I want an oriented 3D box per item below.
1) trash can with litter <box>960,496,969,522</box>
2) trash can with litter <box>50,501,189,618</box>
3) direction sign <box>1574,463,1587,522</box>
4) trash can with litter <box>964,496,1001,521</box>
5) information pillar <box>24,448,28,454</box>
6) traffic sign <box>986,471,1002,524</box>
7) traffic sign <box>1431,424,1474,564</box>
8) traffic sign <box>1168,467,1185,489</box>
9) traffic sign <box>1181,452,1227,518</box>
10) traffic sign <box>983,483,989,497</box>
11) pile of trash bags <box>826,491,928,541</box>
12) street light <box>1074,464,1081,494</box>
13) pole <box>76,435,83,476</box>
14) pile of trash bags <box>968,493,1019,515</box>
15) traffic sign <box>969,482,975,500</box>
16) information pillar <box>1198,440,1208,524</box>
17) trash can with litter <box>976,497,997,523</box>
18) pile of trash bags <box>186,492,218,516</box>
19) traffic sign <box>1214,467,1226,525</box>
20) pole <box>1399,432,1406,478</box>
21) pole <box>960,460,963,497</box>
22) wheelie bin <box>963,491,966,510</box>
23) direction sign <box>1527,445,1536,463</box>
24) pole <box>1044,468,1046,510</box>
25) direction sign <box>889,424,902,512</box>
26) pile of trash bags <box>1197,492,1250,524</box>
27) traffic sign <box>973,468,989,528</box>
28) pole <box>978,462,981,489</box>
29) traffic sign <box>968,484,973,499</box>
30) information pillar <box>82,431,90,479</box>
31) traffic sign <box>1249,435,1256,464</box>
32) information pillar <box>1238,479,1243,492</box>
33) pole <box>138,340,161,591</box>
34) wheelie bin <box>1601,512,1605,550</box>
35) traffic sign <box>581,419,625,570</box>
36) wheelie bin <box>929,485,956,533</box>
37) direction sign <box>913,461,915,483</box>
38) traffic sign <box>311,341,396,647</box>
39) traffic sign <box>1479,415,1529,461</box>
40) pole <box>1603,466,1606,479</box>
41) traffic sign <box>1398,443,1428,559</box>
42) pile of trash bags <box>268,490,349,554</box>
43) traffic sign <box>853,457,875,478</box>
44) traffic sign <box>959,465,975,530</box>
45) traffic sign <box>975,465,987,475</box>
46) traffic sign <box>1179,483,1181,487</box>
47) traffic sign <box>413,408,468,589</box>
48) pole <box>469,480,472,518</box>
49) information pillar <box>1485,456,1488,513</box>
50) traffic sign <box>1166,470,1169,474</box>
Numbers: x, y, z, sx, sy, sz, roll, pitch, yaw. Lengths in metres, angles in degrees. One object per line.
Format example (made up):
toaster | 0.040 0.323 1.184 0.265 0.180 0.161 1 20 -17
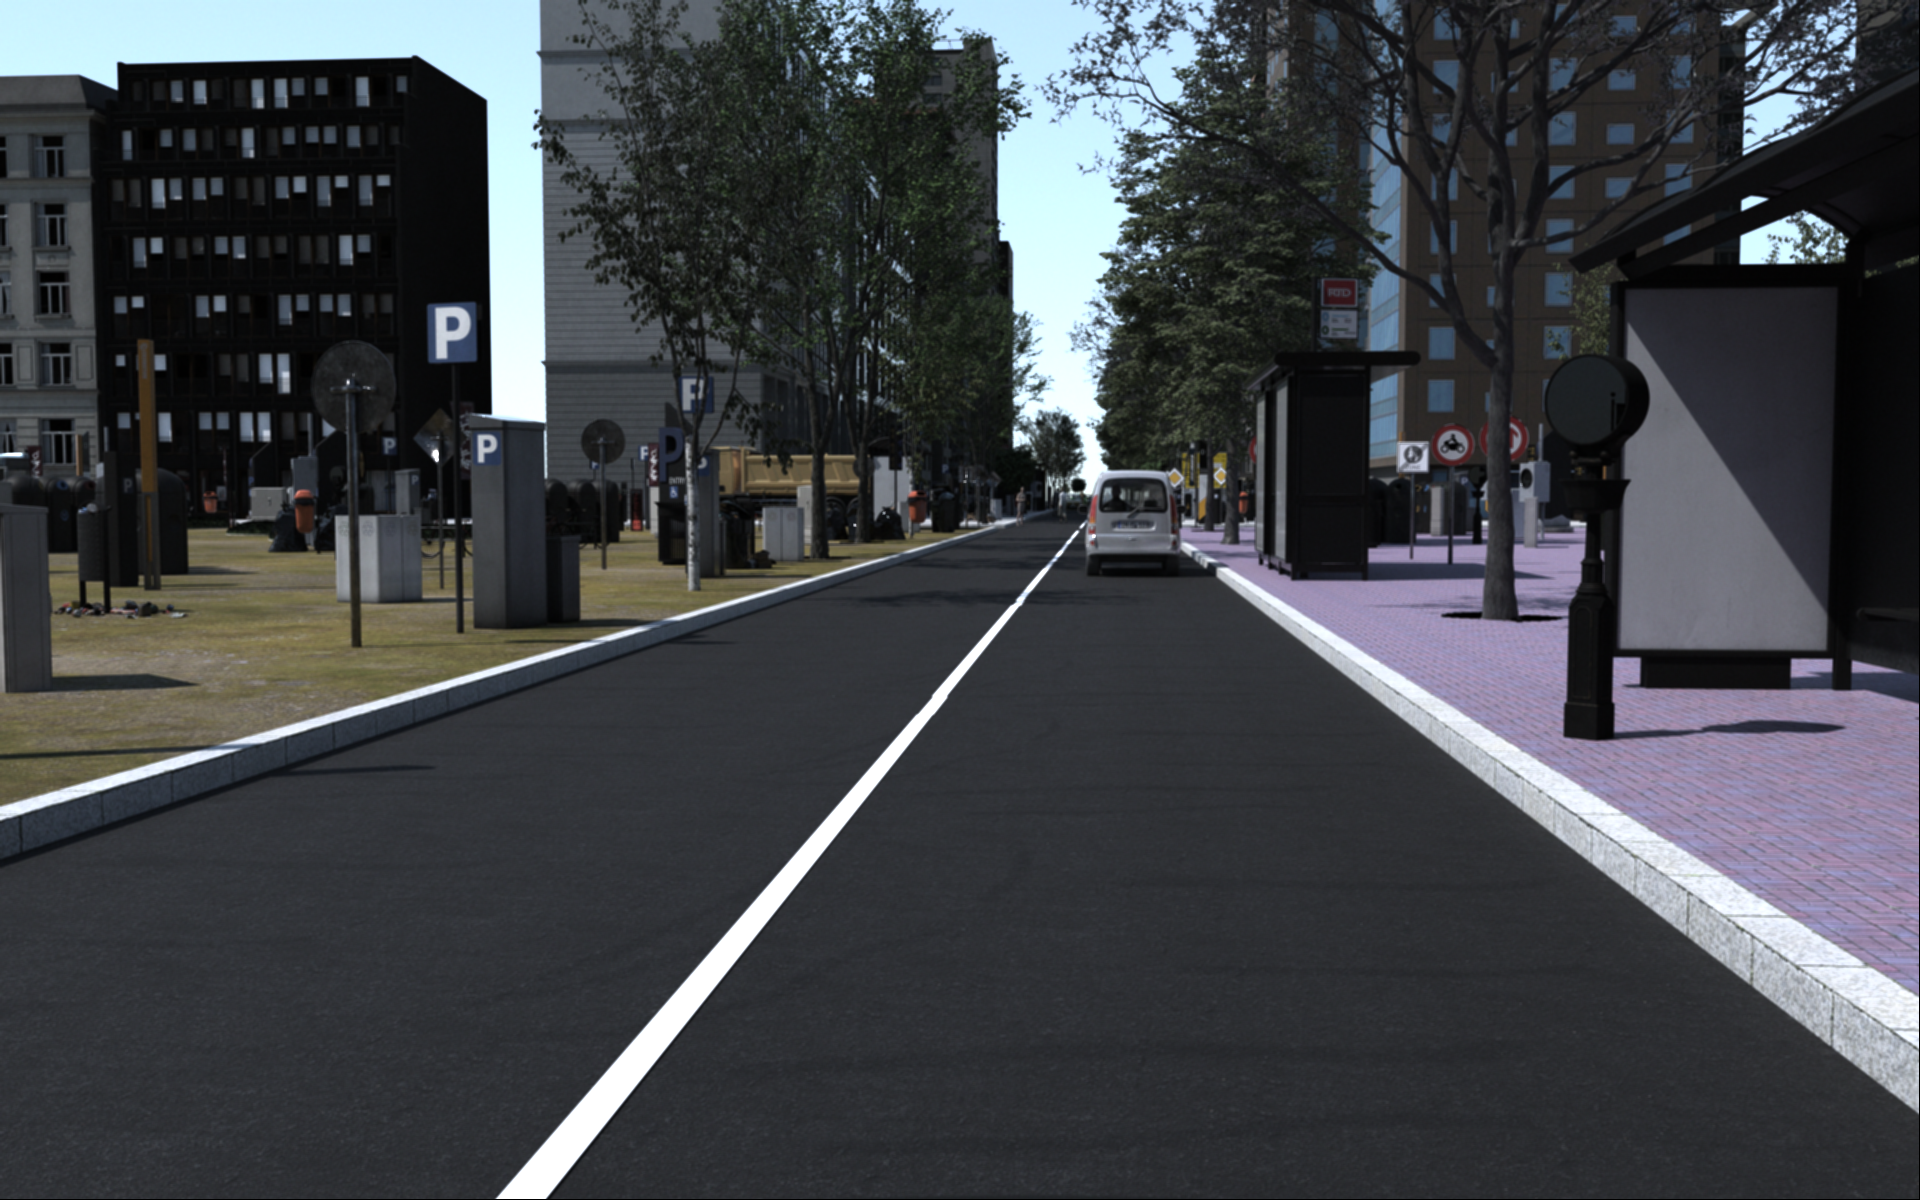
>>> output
trash can with litter | -0.081 -4.178 79.698 0.624 1.170 1.055 1 4 20
trash can with litter | -9.110 -0.450 18.414 2.233 1.210 1.678 2 4 35
direction sign | 28.201 -5.274 78.223 0.876 3.537 0.379 1 4 16
trash can with litter | 0.822 -4.375 82.581 2.233 1.210 1.678 0 4 5
information pillar | -47.603 -5.954 88.703 0.504 3.616 0.183 -3 5 -44
traffic sign | 1.410 -4.303 73.992 0.795 2.450 0.064 0 4 5
traffic sign | 8.947 -1.922 31.528 0.768 2.556 0.104 0 4 7
traffic sign | 8.093 -3.776 65.386 0.795 2.450 0.064 0 4 5
traffic sign | 11.817 -5.492 83.668 2.265 3.308 0.079 1 4 11
traffic sign | 1.818 -7.419 121.413 0.768 2.556 0.104 1 4 14
pile of trash bags | -2.268 -2.388 48.793 3.447 1.369 1.912 -3 5 -43
street light | 15.162 -15.925 232.920 1.470 5.913 1.316 0 4 5
pole | -30.255 -4.019 59.560 0.158 3.312 0.155 0 3 0
pile of trash bags | 2.173 -5.861 105.587 3.447 1.369 1.912 0 4 5
traffic sign | 0.835 -6.515 107.707 0.795 2.450 0.064 1 4 8
information pillar | 10.333 -5.007 73.218 0.504 3.616 0.183 1 4 14
trash can with litter | 1.215 -4.101 78.434 1.055 1.170 0.624 3 5 42
pile of trash bags | -35.118 -4.181 78.119 3.447 1.369 1.912 0 4 5
traffic sign | 10.962 -4.375 72.723 0.795 2.450 0.064 1 4 11
pole | 14.548 -3.864 57.025 0.158 3.312 0.155 0 3 0
pole | 0.070 -6.693 103.269 0.158 3.312 0.155 0 3 0
wheelie bin | 0.065 -7.923 137.441 0.693 1.594 0.980 -3 5 -41
direction sign | 26.446 -5.345 79.389 0.876 3.537 0.379 1 4 19
pole | 6.750 -8.812 137.921 0.158 3.312 0.155 0 3 0
direction sign | -2.105 -3.958 56.715 0.379 3.537 0.876 2 4 25
pile of trash bags | 11.871 -4.098 76.756 1.912 1.369 3.447 -1 4 -18
traffic sign | 0.727 -3.816 66.036 0.795 2.450 0.064 0 4 5
pole | 1.224 -7.059 109.265 0.158 3.312 0.155 0 3 0
traffic sign | 0.842 -6.926 113.241 0.884 2.594 0.081 1 4 13
information pillar | -32.324 -4.438 63.923 0.183 3.616 0.504 2 4 29
traffic sign | 6.177 -2.121 34.785 0.768 2.556 0.104 1 4 9
information pillar | 13.494 -4.858 83.918 0.304 2.012 0.304 -1 4 -13
pole | -10.773 -1.784 23.011 0.158 3.312 0.155 0 3 0
wheelie bin | 14.804 -1.937 39.579 0.693 1.594 0.980 -1 4 -12
traffic sign | -6.053 -1.790 29.378 0.768 2.556 0.104 0 4 5
wheelie bin | -0.574 -3.051 57.790 0.980 1.594 0.693 3 5 41
direction sign | -3.333 -7.707 118.004 0.379 3.537 0.876 2 4 32
traffic sign | -5.059 -0.877 14.440 0.768 2.556 0.104 1 4 11
traffic sign | 8.729 -1.698 27.874 0.768 2.556 0.104 1 4 9
pole | 20.351 -3.728 54.799 0.158 3.312 0.155 0 3 0
traffic sign | 8.904 -1.955 34.094 0.606 2.300 0.079 0 4 7
pile of trash bags | -14.443 -1.759 38.518 1.912 1.369 3.447 -1 4 -17
traffic sign | -3.213 -3.532 57.861 0.768 2.556 0.104 1 4 10
traffic sign | 0.242 -3.616 61.249 0.606 2.300 0.079 1 4 14
traffic sign | 0.798 -4.566 74.768 0.768 2.556 0.104 1 4 8
traffic sign | 12.868 -6.212 101.676 0.768 2.556 0.104 1 4 9
traffic sign | -6.999 -1.355 23.338 0.795 2.450 0.064 1 4 11
pole | -26.689 -6.158 94.527 0.158 3.312 0.155 0 3 0
information pillar | 23.144 -5.142 75.422 0.504 3.616 0.183 -1 4 -17
traffic sign | 8.776 -4.263 73.341 0.795 2.450 0.064 0 4 5
